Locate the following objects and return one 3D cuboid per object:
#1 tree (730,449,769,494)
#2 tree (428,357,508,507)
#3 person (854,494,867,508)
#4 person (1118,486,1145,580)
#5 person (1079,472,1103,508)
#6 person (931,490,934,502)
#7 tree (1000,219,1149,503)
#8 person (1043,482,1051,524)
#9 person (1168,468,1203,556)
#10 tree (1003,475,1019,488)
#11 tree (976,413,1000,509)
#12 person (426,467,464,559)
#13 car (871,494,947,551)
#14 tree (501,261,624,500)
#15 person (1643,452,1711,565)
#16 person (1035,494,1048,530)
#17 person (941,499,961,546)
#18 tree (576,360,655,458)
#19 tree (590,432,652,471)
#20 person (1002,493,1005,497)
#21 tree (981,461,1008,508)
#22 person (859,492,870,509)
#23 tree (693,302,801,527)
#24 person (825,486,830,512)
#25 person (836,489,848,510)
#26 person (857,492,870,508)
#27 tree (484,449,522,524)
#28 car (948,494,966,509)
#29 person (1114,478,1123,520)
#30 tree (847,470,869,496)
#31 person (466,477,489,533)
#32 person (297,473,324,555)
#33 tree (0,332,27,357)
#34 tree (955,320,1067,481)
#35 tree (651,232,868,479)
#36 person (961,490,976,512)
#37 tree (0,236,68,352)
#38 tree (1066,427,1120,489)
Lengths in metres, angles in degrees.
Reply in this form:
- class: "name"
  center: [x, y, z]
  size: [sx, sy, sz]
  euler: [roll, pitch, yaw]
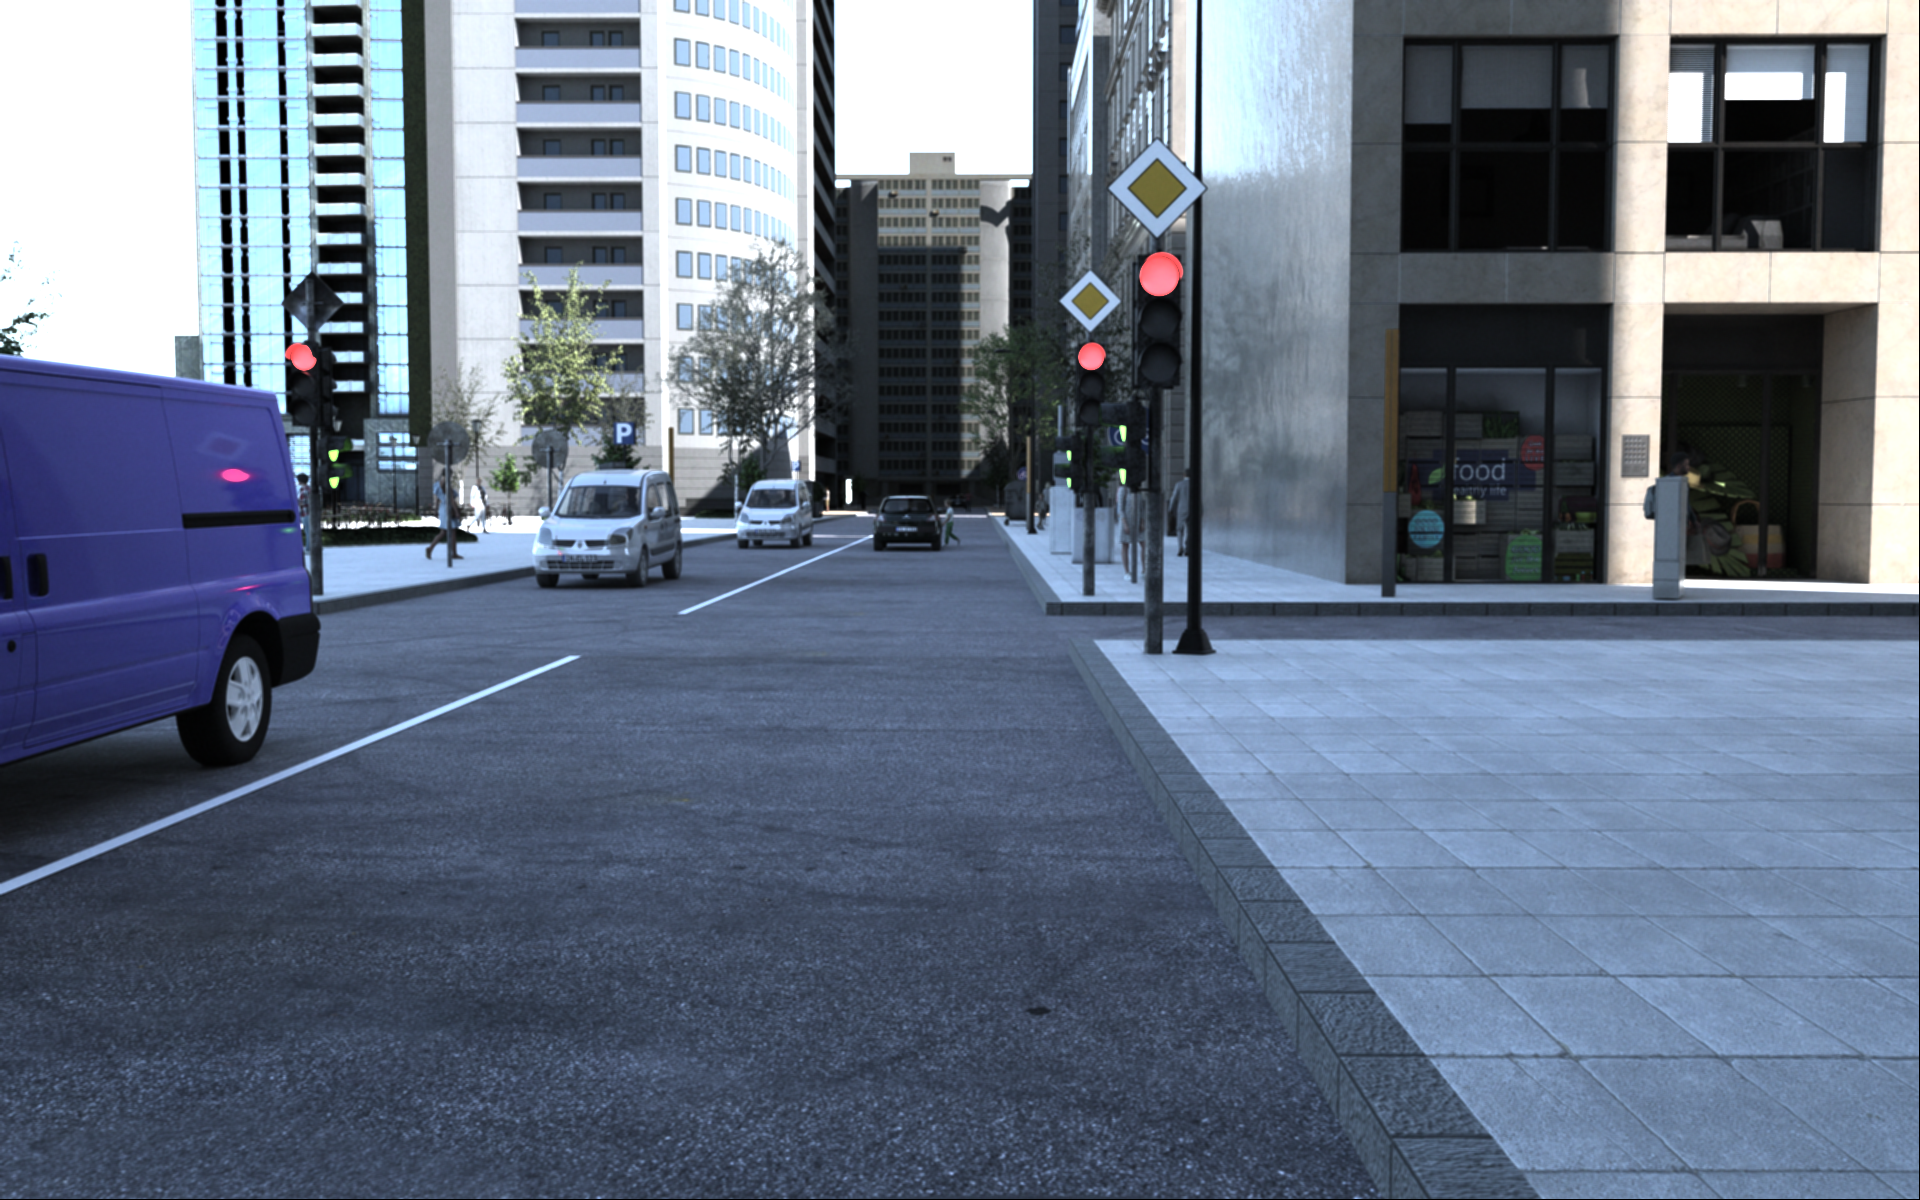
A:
- class: "tree"
  center: [-8.961, -4.821, 73.421]
  size: [1.663, 3.219, 1.824]
  euler: [0, 3, 0]
- class: "tree"
  center: [-27.035, -8.806, 94.346]
  size: [4.360, 8.622, 3.978]
  euler: [0, 3, 0]
- class: "person"
  center: [-8.959, -9.102, 155.383]
  size: [1.217, 1.766, 0.721]
  euler: [0, 4, -8]
- class: "person"
  center: [2.555, -1.144, 25.748]
  size: [0.512, 1.701, 0.522]
  euler: [-3, 4, -37]
- class: "person"
  center: [2.985, -2.060, 39.503]
  size: [0.659, 1.850, 0.755]
  euler: [0, 4, -5]
- class: "person"
  center: [-2.695, -9.944, 171.177]
  size: [0.705, 1.812, 1.348]
  euler: [0, 4, -7]
- class: "tree"
  center: [3.604, -5.938, 47.443]
  size: [4.360, 8.622, 3.978]
  euler: [0, 3, 0]
- class: "person"
  center: [3.691, -4.136, 73.849]
  size: [0.709, 1.800, 0.728]
  euler: [2, 4, 30]
- class: "person"
  center: [4.674, -1.819, 35.911]
  size: [0.709, 1.813, 0.853]
  euler: [0, 4, -1]
- class: "tree"
  center: [4.090, -8.113, 127.244]
  size: [1.663, 3.219, 1.824]
  euler: [0, 3, 0]
- class: "tree"
  center: [3.272, -12.032, 147.090]
  size: [4.360, 8.622, 3.978]
  euler: [0, 3, 0]
- class: "person"
  center: [-10.050, -1.697, 33.880]
  size: [0.616, 1.811, 0.778]
  euler: [3, 5, 44]
- class: "car"
  center: [-1.342, -2.158, 45.077]
  size: [2.009, 1.686, 4.222]
  euler: [0, 4, 0]
- class: "tree"
  center: [-12.780, -6.414, 55.238]
  size: [4.737, 8.622, 4.395]
  euler: [0, 3, 0]
- class: "person"
  center: [9.370, -1.013, 22.594]
  size: [0.794, 1.824, 0.713]
  euler: [-1, 4, -18]
- class: "person"
  center: [2.929, -3.168, 62.119]
  size: [0.475, 1.303, 0.640]
  euler: [-2, 4, -29]
- class: "person"
  center: [-0.252, -2.129, 47.559]
  size: [0.590, 1.304, 0.306]
  euler: [-1, 4, -18]
- class: "tree"
  center: [-18.282, -8.746, 93.353]
  size: [4.360, 8.622, 3.978]
  euler: [0, 3, 0]
- class: "tree"
  center: [-9.212, -3.211, 47.098]
  size: [1.663, 3.219, 1.824]
  euler: [0, 3, 0]
- class: "person"
  center: [4.445, -9.471, 161.599]
  size: [1.217, 1.736, 0.721]
  euler: [2, 4, 29]
- class: "tree"
  center: [3.756, -10.675, 158.244]
  size: [4.285, 4.588, 4.351]
  euler: [0, 3, 0]
- class: "person"
  center: [-8.216, -8.657, 147.614]
  size: [0.705, 1.821, 1.348]
  euler: [-3, 5, -44]
- class: "tree"
  center: [-8.544, -7.156, 67.369]
  size: [4.360, 8.622, 3.978]
  euler: [0, 3, 0]
- class: "person"
  center: [-9.367, -7.080, 121.803]
  size: [0.705, 1.824, 1.348]
  euler: [0, 4, 6]
- class: "person"
  center: [-9.576, -8.169, 140.328]
  size: [1.217, 1.735, 0.721]
  euler: [-3, 4, -37]
- class: "person"
  center: [-9.093, -9.600, 162.988]
  size: [1.348, 1.826, 0.705]
  euler: [0, 4, 5]
- class: "tree"
  center: [-19.282, -4.867, 74.171]
  size: [1.663, 3.219, 1.824]
  euler: [0, 3, 0]
- class: "car"
  center: [-0.181, -9.806, 170.118]
  size: [2.009, 1.686, 4.222]
  euler: [0, 4, 1]
- class: "person"
  center: [5.049, -2.926, 53.887]
  size: [0.555, 1.821, 0.388]
  euler: [1, 4, 18]
- class: "tree"
  center: [-8.122, -8.706, 136.940]
  size: [1.663, 3.219, 1.824]
  euler: [0, 3, 0]
- class: "person"
  center: [-15.732, -3.094, 56.515]
  size: [0.818, 1.842, 0.514]
  euler: [1, 4, 15]
- class: "person"
  center: [-13.841, -1.829, 36.790]
  size: [0.643, 1.720, 0.563]
  euler: [-2, 4, -28]
- class: "tree"
  center: [-17.341, -2.797, 29.451]
  size: [4.285, 4.588, 4.351]
  euler: [0, 3, 0]
- class: "tree"
  center: [3.239, -10.881, 103.667]
  size: [9.928, 11.665, 9.643]
  euler: [0, 3, 0]
- class: "tree"
  center: [-9.056, -10.417, 80.694]
  size: [12.009, 13.543, 11.850]
  euler: [0, 3, 0]
- class: "person"
  center: [0.677, -7.791, 136.609]
  size: [1.217, 1.743, 0.721]
  euler: [1, 4, 11]
- class: "tree"
  center: [-21.071, -5.223, 35.755]
  size: [4.360, 8.622, 3.978]
  euler: [0, 3, 0]
- class: "tree"
  center: [3.285, -2.987, 43.447]
  size: [1.663, 3.219, 1.824]
  euler: [0, 3, 0]
